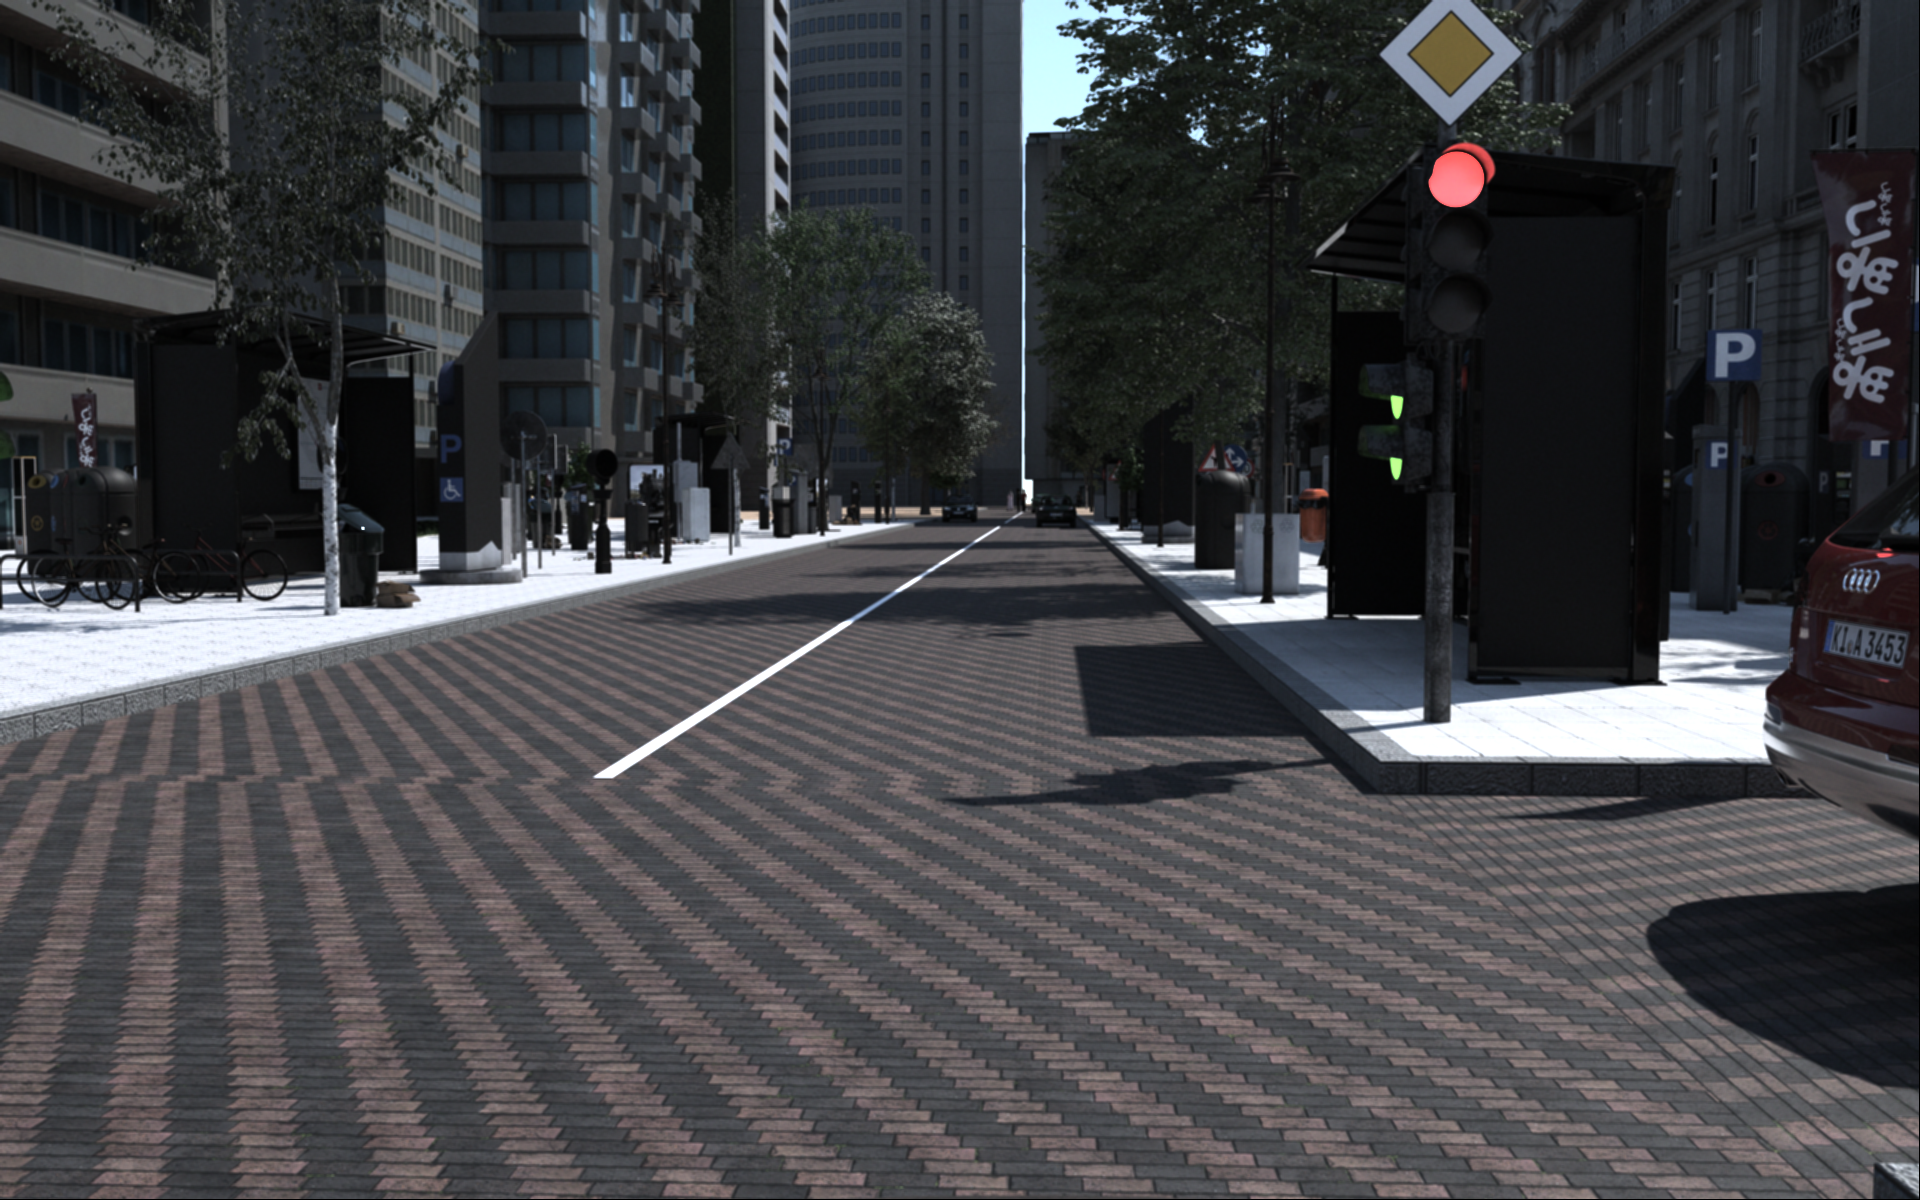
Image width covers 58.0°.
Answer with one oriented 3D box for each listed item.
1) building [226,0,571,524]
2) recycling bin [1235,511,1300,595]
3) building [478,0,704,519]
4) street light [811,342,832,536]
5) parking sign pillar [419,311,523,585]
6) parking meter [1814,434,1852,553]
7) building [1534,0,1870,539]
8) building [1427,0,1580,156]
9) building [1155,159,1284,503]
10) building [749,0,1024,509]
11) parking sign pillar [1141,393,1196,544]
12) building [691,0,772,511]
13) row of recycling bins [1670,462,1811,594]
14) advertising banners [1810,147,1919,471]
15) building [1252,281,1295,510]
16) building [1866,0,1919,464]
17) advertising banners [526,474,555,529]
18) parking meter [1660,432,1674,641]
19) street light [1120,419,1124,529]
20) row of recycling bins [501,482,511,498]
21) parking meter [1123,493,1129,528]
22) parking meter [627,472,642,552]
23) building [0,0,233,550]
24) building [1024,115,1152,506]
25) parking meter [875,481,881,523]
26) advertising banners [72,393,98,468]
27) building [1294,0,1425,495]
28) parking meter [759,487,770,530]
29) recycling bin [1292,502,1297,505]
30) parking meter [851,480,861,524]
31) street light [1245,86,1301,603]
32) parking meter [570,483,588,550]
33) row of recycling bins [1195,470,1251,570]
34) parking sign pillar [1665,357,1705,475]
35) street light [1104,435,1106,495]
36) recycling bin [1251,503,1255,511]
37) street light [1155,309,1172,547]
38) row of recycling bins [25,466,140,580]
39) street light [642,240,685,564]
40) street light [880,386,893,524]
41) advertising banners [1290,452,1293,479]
[{"bbox_3d":[-33.290,-23.104,69.627,32.217,40.220,23.993,0,4,3],"label":"building"},{"bbox_3d":[3.962,-0.600,22.369,0.722,1.027,0.722,0,4,0],"label":"recycling bin"},{"bbox_3d":[-27.806,-29.477,101.559,23.786,49.044,30.456,0,4,3],"label":"building"},{"bbox_3d":[-4.218,-4.901,52.918,0.468,5.910,1.993,0,4,3],"label":"street light"},{"bbox_3d":[-7.086,-2.234,25.002,1.447,3.967,1.447,0,4,7],"label":"parking sign pillar"},{"bbox_3d":[8.466,-0.674,16.736,0.255,1.863,0.399,0,4,1],"label":"parking meter"},{"bbox_3d":[25.870,-12.613,48.028,13.314,21.916,24.055,0,4,3],"label":"building"},{"bbox_3d":[27.800,-17.378,71.517,14.401,28.519,23.554,0,4,3],"label":"building"},{"bbox_3d":[33.433,-30.851,196.288,23.993,40.220,32.217,0,4,3],"label":"building"},{"bbox_3d":[-7.106,-39.753,191.966,28.212,58.520,21.231,0,4,3],"label":"building"},{"bbox_3d":[5.457,-3.464,45.101,1.447,3.967,1.447,1,4,17],"label":"parking sign pillar"},{"bbox_3d":[-28.036,-36.400,137.133,28.212,58.520,21.231,0,4,3],"label":"building"},{"bbox_3d":[10.065,-0.940,22.487,3.534,1.692,1.069,2,4,29],"label":"row of recycling bins"},{"bbox_3d":[5.348,-0.770,8.771,2.074,3.025,0.090,0,4,7],"label":"advertising banners"},{"bbox_3d":[37.670,-17.450,130.342,27.650,21.520,28.899,0,4,3],"label":"building"},{"bbox_3d":[33.358,-12.779,28.008,30.058,24.678,14.314,0,4,3],"label":"building"},{"bbox_3d":[-15.557,-4.074,62.805,2.074,3.025,0.090,-1,4,-18],"label":"advertising banners"},{"bbox_3d":[6.077,-0.582,15.233,0.255,1.863,0.399,0,4,5],"label":"parking meter"},{"bbox_3d":[5.914,-5.528,63.169,0.468,5.910,1.993,0,4,3],"label":"street light"},{"bbox_3d":[-15.903,-3.125,58.203,3.534,1.692,1.069,3,5,44],"label":"row of recycling bins"},{"bbox_3d":[6.349,-3.715,66.449,0.255,1.863,0.399,1,4,9],"label":"parking meter"},{"bbox_3d":[-7.220,-2.007,38.520,0.255,1.863,0.399,-2,4,-35],"label":"parking meter"},{"bbox_3d":[-31.607,-25.319,37.667,21.300,48.544,21.600,0,4,3],"label":"building"},{"bbox_3d":[14.001,-30.928,189.270,14.086,41.232,14.154,0,4,3],"label":"building"},{"bbox_3d":[-3.593,-4.295,75.941,0.255,1.863,0.399,0,4,3],"label":"parking meter"},{"bbox_3d":[-14.495,-2.068,29.997,2.074,3.025,0.090,1,4,16],"label":"advertising banners"},{"bbox_3d":[32.420,-29.340,103.412,21.300,48.544,21.600,0,4,3],"label":"building"},{"bbox_3d":[-7.079,-3.316,62.633,0.372,1.533,0.369,0,3,0],"label":"parking meter"},{"bbox_3d":[10.345,-2.560,54.403,0.722,1.027,0.722,3,5,44],"label":"recycling bin"},{"bbox_3d":[-4.399,-4.131,73.259,0.399,1.863,0.255,0,4,6],"label":"parking meter"},{"bbox_3d":[3.621,-2.901,20.218,0.468,5.910,1.993,0,4,3],"label":"street light"},{"bbox_3d":[-8.705,-1.907,39.584,0.372,1.533,0.369,0,3,0],"label":"parking meter"},{"bbox_3d":[4.722,-1.466,31.082,1.069,1.692,3.534,1,4,9],"label":"row of recycling bins"},{"bbox_3d":[14.062,-2.776,33.862,1.447,3.967,1.447,-3,5,-44],"label":"parking sign pillar"},{"bbox_3d":[7.052,-6.822,84.327,0.468,5.910,1.993,0,4,3],"label":"street light"},{"bbox_3d":[7.918,-2.256,49.433,0.722,1.027,0.722,-2,4,-29],"label":"recycling bin"},{"bbox_3d":[4.855,-4.220,41.778,0.468,5.910,1.993,0,4,3],"label":"street light"},{"bbox_3d":[-13.516,-1.200,26.732,1.069,1.692,3.534,-3,5,-41],"label":"row of recycling bins"},{"bbox_3d":[-5.406,-3.607,31.762,0.468,5.910,1.993,0,4,3],"label":"street light"},{"bbox_3d":[-3.108,-6.195,74.077,0.468,5.910,1.993,0,4,3],"label":"street light"},{"bbox_3d":[13.692,-4.663,72.432,0.090,3.025,2.074,0,4,-1],"label":"advertising banners"}]
